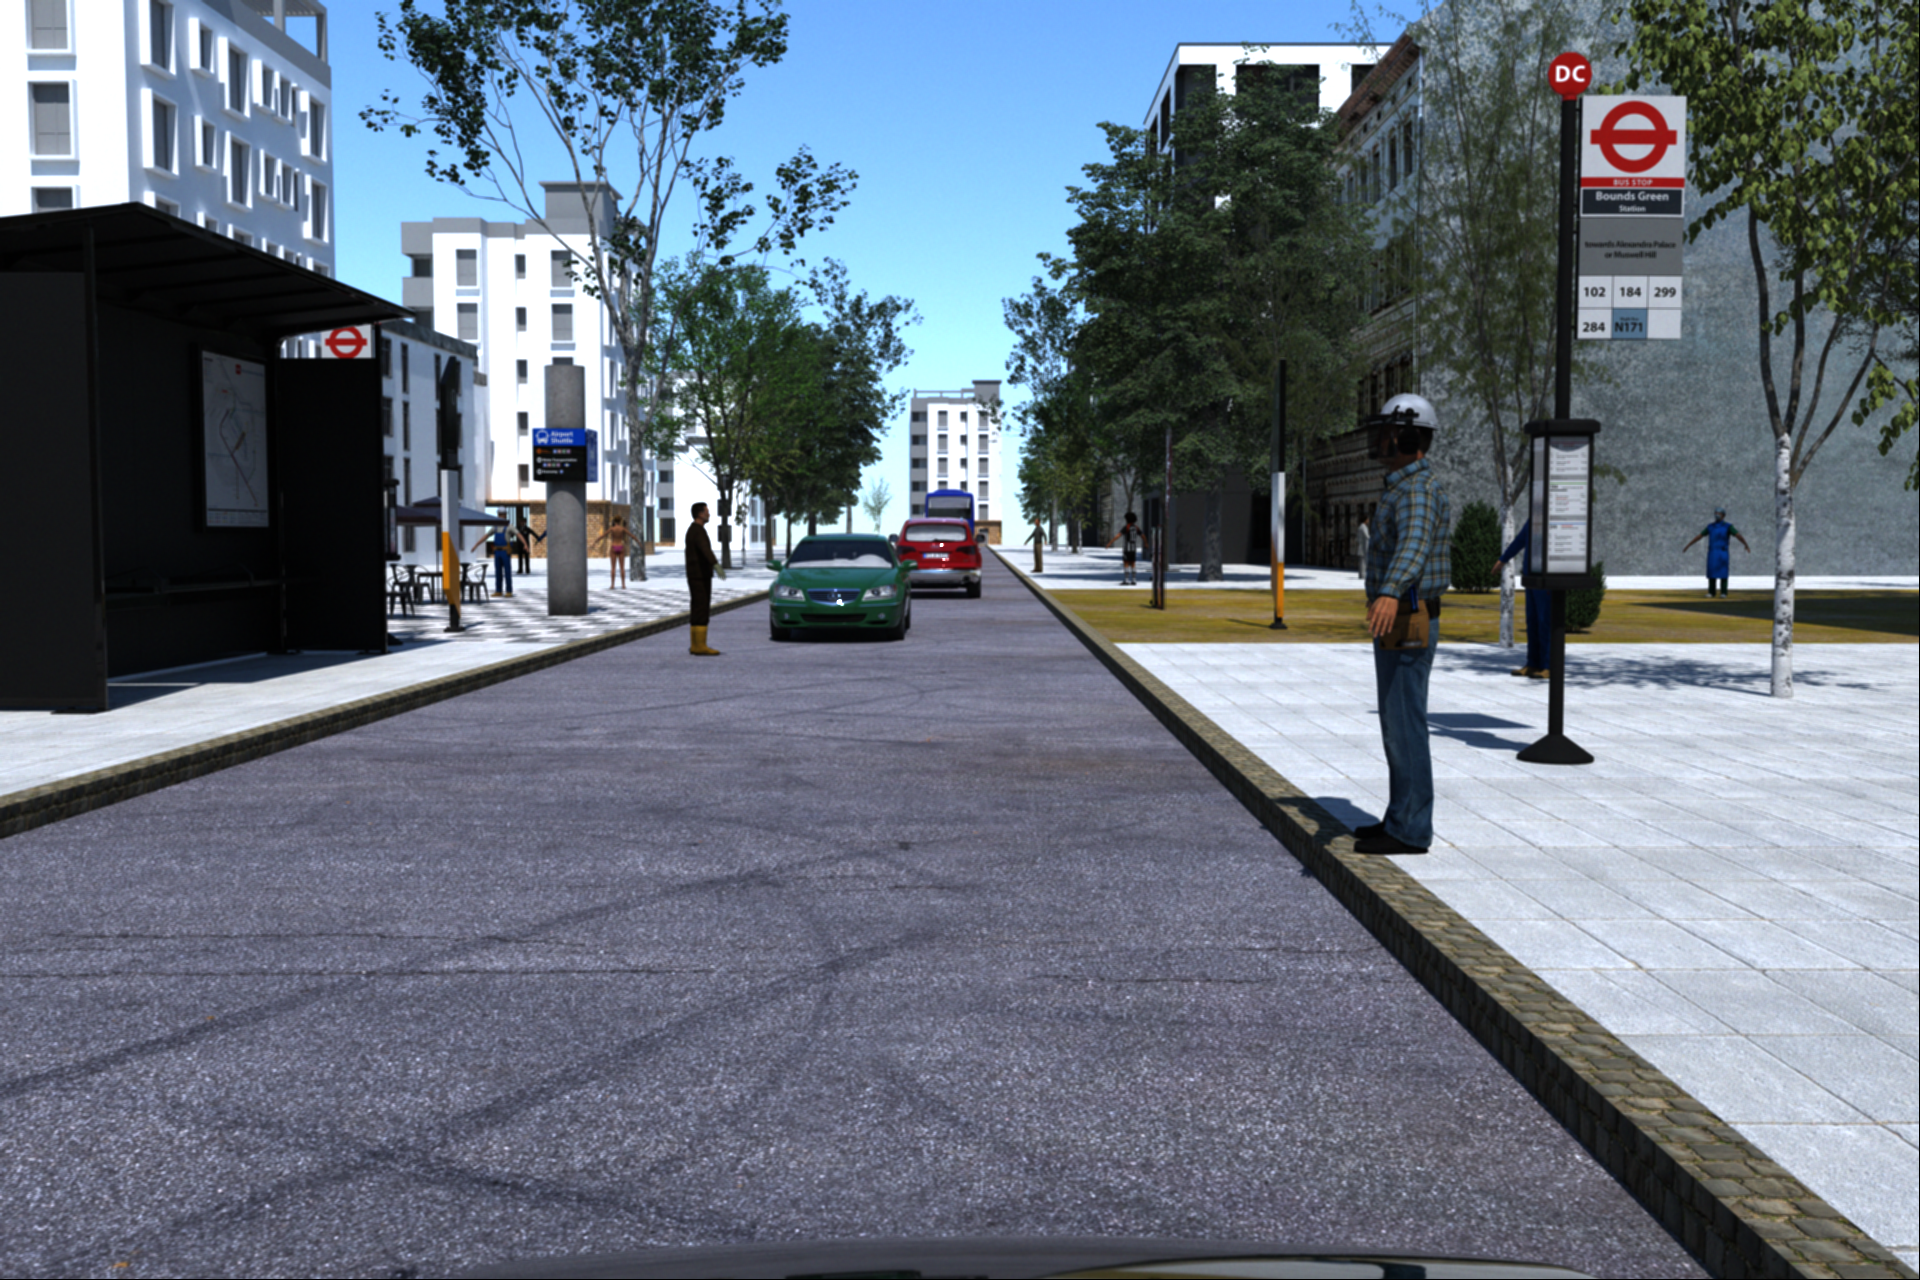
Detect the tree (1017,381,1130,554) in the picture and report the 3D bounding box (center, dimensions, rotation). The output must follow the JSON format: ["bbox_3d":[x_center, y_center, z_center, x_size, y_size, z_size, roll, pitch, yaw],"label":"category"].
[{"bbox_3d":[7.579,-11.453,113.013,9.928,11.665,9.643,0,3,0],"label":"tree"}]

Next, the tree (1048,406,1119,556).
[{"bbox_3d":[6.933,-9.085,98.907,4.737,8.622,4.395,0,3,0],"label":"tree"}]

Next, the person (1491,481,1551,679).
[{"bbox_3d":[5.166,-0.586,15.461,0.705,1.842,1.347,-1,4,-10],"label":"person"}]

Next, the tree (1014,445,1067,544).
[{"bbox_3d":[11.599,-19.053,218.167,9.857,13.997,8.962,0,3,0],"label":"tree"}]

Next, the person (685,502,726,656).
[{"bbox_3d":[-3.050,-0.730,20.531,0.704,1.812,1.346,-1,4,-22],"label":"person"}]

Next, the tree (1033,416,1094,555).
[{"bbox_3d":[6.564,-9.540,106.335,4.737,8.622,4.395,0,3,0],"label":"tree"}]

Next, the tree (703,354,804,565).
[{"bbox_3d":[-8.805,-7.436,71.949,4.737,8.622,4.395,0,3,0],"label":"tree"}]

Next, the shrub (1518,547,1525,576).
[{"bbox_3d":[13.132,-2.065,38.181,1.690,2.028,1.600,0,3,0],"label":"shrub"}]

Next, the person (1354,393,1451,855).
[{"bbox_3d":[1.779,-0.075,7.060,0.704,1.849,1.345,1,4,13],"label":"person"}]

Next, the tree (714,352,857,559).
[{"bbox_3d":[-9.022,-9.484,89.469,8.767,10.594,7.601,1,4,13],"label":"tree"}]

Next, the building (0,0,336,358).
[{"bbox_3d":[-27.491,-11.787,49.137,16.016,20.090,11.380,0,4,1],"label":"building"}]

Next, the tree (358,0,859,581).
[{"bbox_3d":[-8.877,-11.578,45.181,12.611,20.169,13.585,0,3,0],"label":"tree"}]

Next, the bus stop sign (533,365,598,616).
[{"bbox_3d":[-6.200,-2.340,27.270,0.837,3.901,0.837,0,4,0],"label":"bus stop sign"}]

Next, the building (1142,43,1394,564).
[{"bbox_3d":[23.062,-14.969,88.719,27.936,21.610,32.646,0,4,0],"label":"building"}]

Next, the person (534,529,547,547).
[{"bbox_3d":[-12.255,-2.854,52.630,1.349,1.833,0.705,-1,4,-11],"label":"person"}]

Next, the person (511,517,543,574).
[{"bbox_3d":[-14.022,-3.038,55.598,1.347,1.837,0.705,0,4,3],"label":"person"}]

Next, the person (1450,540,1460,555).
[{"bbox_3d":[8.823,-1.655,32.822,0.705,1.858,1.354,-3,5,-42],"label":"person"}]

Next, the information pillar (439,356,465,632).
[{"bbox_3d":[-6.653,-1.912,22.609,0.183,3.616,0.504,0,4,0],"label":"information pillar"}]

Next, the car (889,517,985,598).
[{"bbox_3d":[-0.542,-1.934,40.294,2.281,1.827,5.304,0,4,0],"label":"car"}]

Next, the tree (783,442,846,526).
[{"bbox_3d":[-17.954,-18.654,211.651,9.857,13.997,8.962,0,3,0],"label":"tree"}]

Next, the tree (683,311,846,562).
[{"bbox_3d":[-8.897,-9.435,80.023,9.928,11.665,9.643,0,3,0],"label":"tree"}]

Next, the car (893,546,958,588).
[{"bbox_3d":[-0.918,-2.326,47.075,2.155,1.783,4.494,0,3,0],"label":"car"}]

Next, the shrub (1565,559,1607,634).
[{"bbox_3d":[7.883,-0.693,22.446,1.383,1.207,1.383,0,3,0],"label":"shrub"}]

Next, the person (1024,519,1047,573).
[{"bbox_3d":[2.579,-3.152,57.810,0.705,1.796,1.348,-2,4,-29],"label":"person"}]

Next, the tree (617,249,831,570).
[{"bbox_3d":[-8.514,-8.384,62.827,9.928,11.665,9.643,0,3,0],"label":"tree"}]

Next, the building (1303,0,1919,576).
[{"bbox_3d":[23.198,-14.072,61.014,19.493,23.208,18.063,0,4,1],"label":"building"}]

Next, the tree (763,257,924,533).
[{"bbox_3d":[-9.009,-16.235,121.334,12.611,20.169,13.585,0,3,0],"label":"tree"}]

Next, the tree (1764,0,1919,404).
[{"bbox_3d":[19.470,-7.293,29.609,12.009,13.543,11.850,0,3,0],"label":"tree"}]

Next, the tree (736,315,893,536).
[{"bbox_3d":[-8.836,-11.949,102.023,9.857,13.997,8.962,0,3,0],"label":"tree"}]

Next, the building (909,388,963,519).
[{"bbox_3d":[-5.999,-21.891,216.792,11.380,20.090,16.016,0,4,3],"label":"building"}]

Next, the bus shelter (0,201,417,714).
[{"bbox_3d":[-6.643,-1.475,15.397,1.731,3.624,6.357,0,4,0],"label":"bus shelter"}]

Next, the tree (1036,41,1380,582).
[{"bbox_3d":[6.839,-8.572,46.805,9.857,13.997,8.962,0,3,0],"label":"tree"}]

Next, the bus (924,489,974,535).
[{"bbox_3d":[-0.597,-6.314,94.785,2.896,3.916,12.251,0,4,-1],"label":"bus"}]

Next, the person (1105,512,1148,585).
[{"bbox_3d":[4.235,-2.279,43.404,1.345,1.843,0.704,-2,4,-34],"label":"person"}]

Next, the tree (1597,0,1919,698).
[{"bbox_3d":[6.508,-3.839,13.133,4.737,8.622,4.395,0,3,0],"label":"tree"}]

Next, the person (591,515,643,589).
[{"bbox_3d":[-8.031,-2.066,40.584,1.217,1.733,0.721,-1,4,-17],"label":"person"}]

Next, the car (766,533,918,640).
[{"bbox_3d":[-1.655,-0.803,24.931,2.131,1.459,4.920,0,3,0],"label":"car"}]

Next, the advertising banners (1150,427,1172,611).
[{"bbox_3d":[3.418,-2.034,29.437,0.090,3.025,2.074,0,4,-2],"label":"advertising banners"}]

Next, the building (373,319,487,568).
[{"bbox_3d":[-26.044,-8.272,77.401,9.099,9.664,28.070,0,4,1],"label":"building"}]

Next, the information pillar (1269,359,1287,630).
[{"bbox_3d":[4.305,-1.961,23.415,0.183,3.616,0.504,0,4,-1],"label":"information pillar"}]

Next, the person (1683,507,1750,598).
[{"bbox_3d":[15.228,-1.754,34.805,0.704,1.817,1.347,-3,5,-42],"label":"person"}]

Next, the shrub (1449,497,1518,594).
[{"bbox_3d":[11.097,-2.026,37.174,1.661,2.075,1.752,0,3,0],"label":"shrub"}]

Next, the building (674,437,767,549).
[{"bbox_3d":[-22.474,-13.521,163.213,9.099,9.664,28.070,0,4,1],"label":"building"}]

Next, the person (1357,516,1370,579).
[{"bbox_3d":[11.484,-2.627,49.139,0.705,1.806,1.347,0,4,-4],"label":"person"}]

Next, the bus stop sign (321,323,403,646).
[{"bbox_3d":[-6.884,-1.909,19.920,0.855,3.939,0.416,0,4,0],"label":"bus stop sign"}]

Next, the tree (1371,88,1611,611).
[{"bbox_3d":[9.253,-4.801,28.856,4.360,8.622,3.978,0,3,0],"label":"tree"}]

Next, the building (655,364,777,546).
[{"bbox_3d":[-25.526,-19.795,180.059,16.016,20.090,11.380,0,4,1],"label":"building"}]

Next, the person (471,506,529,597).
[{"bbox_3d":[-9.333,-1.801,35.302,1.347,1.847,0.705,1,4,19],"label":"person"}]

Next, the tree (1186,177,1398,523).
[{"bbox_3d":[6.517,-5.279,36.668,4.360,8.622,3.978,0,3,0],"label":"tree"}]

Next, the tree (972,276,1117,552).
[{"bbox_3d":[7.260,-16.504,125.736,12.611,20.169,13.585,0,3,0],"label":"tree"}]

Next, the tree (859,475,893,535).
[{"bbox_3d":[-9.675,-15.978,211.598,4.360,8.622,3.978,0,3,0],"label":"tree"}]

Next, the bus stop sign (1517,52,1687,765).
[{"bbox_3d":[3.597,-1.285,9.707,0.855,3.939,0.416,0,4,1],"label":"bus stop sign"}]

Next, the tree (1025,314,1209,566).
[{"bbox_3d":[6.598,-8.216,68.744,8.767,10.594,7.601,1,4,12],"label":"tree"}]

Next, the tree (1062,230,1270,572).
[{"bbox_3d":[7.049,-8.150,59.004,9.928,11.665,9.643,0,3,0],"label":"tree"}]

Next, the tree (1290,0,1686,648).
[{"bbox_3d":[6.380,-4.230,19.516,4.360,8.622,3.978,0,3,0],"label":"tree"}]

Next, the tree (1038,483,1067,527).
[{"bbox_3d":[12.124,-15.929,210.798,4.360,8.622,3.978,0,3,0],"label":"tree"}]

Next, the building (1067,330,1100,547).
[{"bbox_3d":[25.523,-21.168,190.078,27.936,21.610,32.646,0,4,0],"label":"building"}]

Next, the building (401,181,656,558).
[{"bbox_3d":[-23.886,-14.546,94.244,16.016,20.090,11.380,0,3,0],"label":"building"}]

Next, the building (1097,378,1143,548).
[{"bbox_3d":[23.049,-20.367,163.921,19.493,23.208,18.063,0,4,1],"label":"building"}]
